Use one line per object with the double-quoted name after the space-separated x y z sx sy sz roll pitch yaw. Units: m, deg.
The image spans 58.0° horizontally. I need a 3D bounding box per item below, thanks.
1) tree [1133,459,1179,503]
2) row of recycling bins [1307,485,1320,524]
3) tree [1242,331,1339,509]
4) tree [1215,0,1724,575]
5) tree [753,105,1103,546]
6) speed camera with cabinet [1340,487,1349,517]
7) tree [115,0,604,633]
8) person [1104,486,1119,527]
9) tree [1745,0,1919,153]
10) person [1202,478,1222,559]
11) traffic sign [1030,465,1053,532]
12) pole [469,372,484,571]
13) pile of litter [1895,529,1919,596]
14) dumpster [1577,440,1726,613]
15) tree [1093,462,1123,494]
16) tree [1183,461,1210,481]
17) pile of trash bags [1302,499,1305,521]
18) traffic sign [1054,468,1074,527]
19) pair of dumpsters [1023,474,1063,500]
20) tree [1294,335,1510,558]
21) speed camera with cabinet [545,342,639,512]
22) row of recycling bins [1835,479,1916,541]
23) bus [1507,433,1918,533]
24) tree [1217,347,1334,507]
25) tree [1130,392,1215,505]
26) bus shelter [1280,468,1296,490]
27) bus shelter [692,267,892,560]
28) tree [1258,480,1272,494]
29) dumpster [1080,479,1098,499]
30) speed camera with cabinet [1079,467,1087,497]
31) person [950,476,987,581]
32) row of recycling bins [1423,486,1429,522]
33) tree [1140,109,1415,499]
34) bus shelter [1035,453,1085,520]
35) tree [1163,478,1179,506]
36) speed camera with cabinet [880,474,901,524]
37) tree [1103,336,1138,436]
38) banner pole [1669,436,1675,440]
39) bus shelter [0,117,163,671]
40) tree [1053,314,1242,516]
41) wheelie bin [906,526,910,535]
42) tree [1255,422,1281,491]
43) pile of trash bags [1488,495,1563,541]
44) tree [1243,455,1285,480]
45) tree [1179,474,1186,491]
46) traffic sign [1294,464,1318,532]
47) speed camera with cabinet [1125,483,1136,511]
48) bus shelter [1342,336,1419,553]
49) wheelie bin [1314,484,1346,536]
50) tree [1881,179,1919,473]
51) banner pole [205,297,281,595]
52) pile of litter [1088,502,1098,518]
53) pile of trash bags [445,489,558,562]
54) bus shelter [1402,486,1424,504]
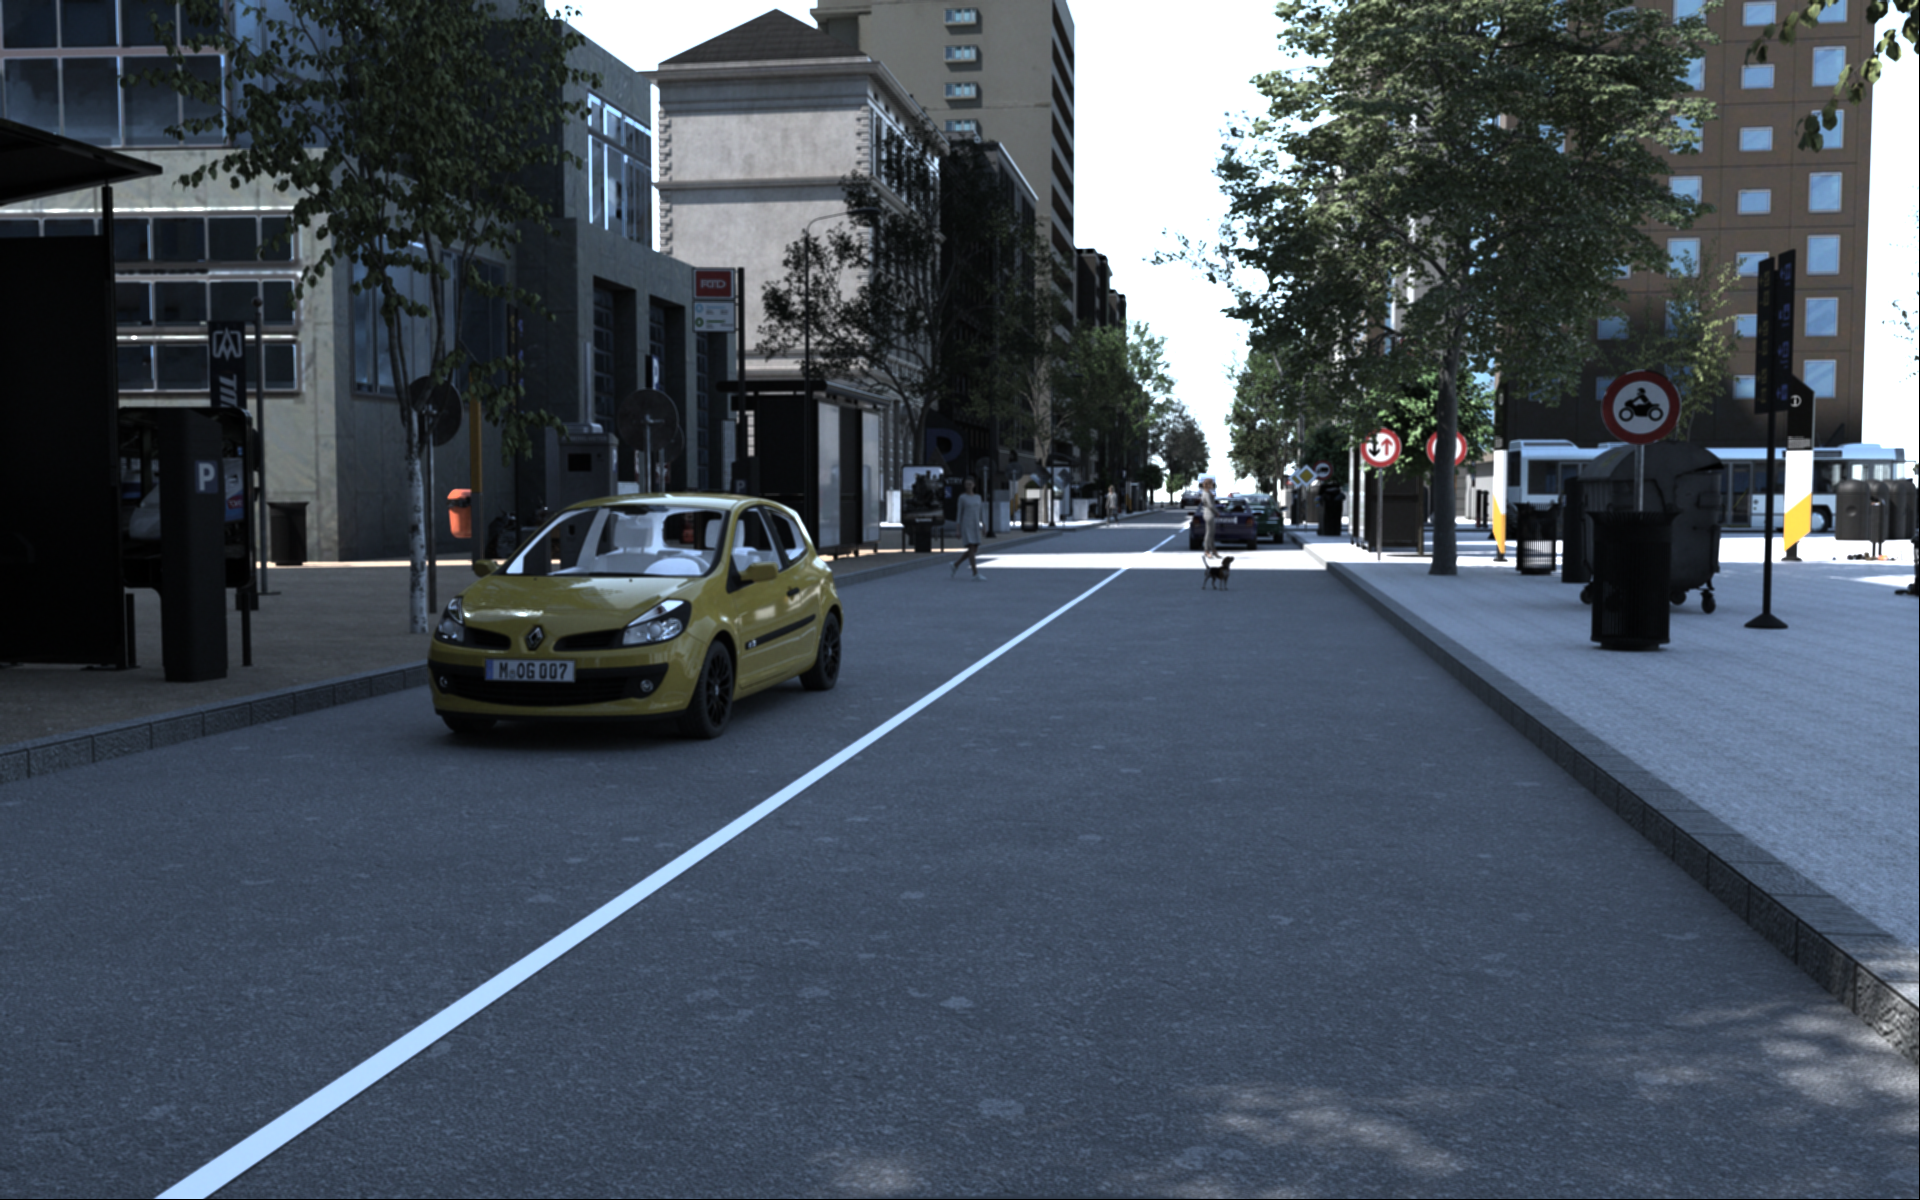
17.370 -10.596 156.957 4.285 4.588 4.351 0 3 0 "tree"
15.988 -4.267 76.884 1.069 1.692 3.534 1 4 16 "row of recycling bins"
20.179 -11.211 109.049 9.928 11.665 9.643 0 3 0 "tree"
8.064 -6.657 26.974 7.486 12.596 7.792 0 3 0 "tree"
-1.222 -6.620 42.655 8.767 10.594 7.601 1 4 9 "tree"
21.514 -6.288 97.149 2.038 3.252 0.660 -2 4 -27 "speed camera with cabinet"
-5.024 -3.985 15.520 4.737 8.622 4.395 0 3 0 "tree"
6.668 -4.079 75.373 0.728 1.800 0.709 -2 4 -35 "person"
4.999 -3.524 7.978 4.737 8.622 4.395 0 3 0 "tree"
5.633 -1.816 38.469 0.573 1.790 0.520 -1 4 -13 "person"
2.772 -3.400 59.229 0.795 2.450 0.064 1 4 9 "traffic sign"
-8.098 -2.150 29.002 0.158 3.312 0.155 0 3 0 "pole"
12.436 -0.475 21.735 1.176 0.858 1.719 1 4 22 "pile of litter"
7.714 -0.833 19.371 1.264 1.857 1.865 1 4 9 "dumpster"
8.832 -6.813 105.999 1.663 3.219 1.824 0 3 0 "tree"
39.901 -22.322 299.375 7.601 10.594 8.767 -2 4 -25 "tree"
17.399 -4.403 81.742 3.447 1.369 1.912 1 4 13 "pile of trash bags"
4.031 -3.882 67.114 0.795 2.450 0.064 1 4 9 "traffic sign"
3.882 -4.826 81.401 1.574 2.255 4.437 1 4 9 "pair of dumpsters"
9.456 -3.170 35.548 4.285 4.588 4.351 0 3 0 "tree"
-4.949 -1.777 23.396 0.660 3.252 2.038 1 4 9 "speed camera with cabinet"
25.683 -2.527 48.428 3.534 1.692 1.069 -3 4 -36 "row of recycling bins"
25.611 -3.908 58.752 13.247 3.499 2.948 0 4 7 "bus"
22.948 -12.757 125.584 9.611 12.733 9.660 0 3 0 "tree"
26.205 -18.527 213.287 12.009 13.543 11.850 0 3 0 "tree"
25.788 -8.631 135.041 2.014 3.302 5.546 1 4 9 "bus shelter"
-3.246 -3.404 33.293 2.179 5.291 8.768 1 4 9 "bus shelter"
40.193 -14.154 226.014 1.663 3.219 1.824 0 3 0 "tree"
8.427 -6.611 110.575 1.502 2.255 1.985 1 4 9 "dumpster"
9.631 -7.991 124.993 2.038 3.252 0.660 1 4 21 "speed camera with cabinet"
0.124 -1.199 28.861 0.760 1.731 0.466 2 4 30 "person"
19.057 -4.011 72.689 1.069 1.692 3.534 1 4 11 "row of recycling bins"
15.795 -14.097 86.383 12.611 20.169 13.585 0 3 0 "tree"
5.101 -5.757 88.049 2.014 3.302 5.546 1 4 9 "bus shelter"
22.686 -11.819 187.842 1.663 3.219 1.824 0 3 0 "tree"
-3.101 -4.923 74.825 2.038 3.252 0.660 -2 4 -26 "speed camera with cabinet"
3.840 -8.552 74.232 8.767 10.594 7.601 2 4 24 "tree"
26.963 -4.624 65.627 0.863 3.779 0.401 -3 5 -43 "banner pole"
-7.051 -1.123 9.640 1.731 3.624 6.357 1 4 9 "bus shelter"
8.985 -10.624 99.463 9.928 11.665 9.643 0 3 0 "tree"
-1.239 -2.810 53.846 0.693 1.594 0.980 2 4 31 "wheelie bin"
27.969 -12.551 155.573 4.360 8.622 3.978 0 3 0 "tree"
16.223 -2.343 48.065 1.912 1.369 3.447 -1 4 -15 "pile of trash bags"
41.600 -18.612 238.723 8.767 10.594 7.601 -3 5 -42 "tree"
29.420 -15.485 236.896 4.285 4.588 4.351 0 3 0 "tree"
11.552 -3.313 57.811 0.795 2.450 0.064 1 4 9 "traffic sign"
13.349 -8.636 135.535 0.660 3.252 2.038 1 4 13 "speed camera with cabinet"
10.371 -3.923 41.778 2.179 5.291 8.768 1 4 9 "bus shelter"
11.436 -2.780 53.355 0.980 1.594 0.693 -1 4 -11 "wheelie bin"
22.390 -5.375 38.252 4.360 8.622 3.978 0 3 0 "tree"
-9.148 -1.961 22.082 0.863 3.779 0.401 0 4 -1 "banner pole"
6.883 -4.770 91.947 1.176 0.858 1.719 -1 4 -14 "pile of litter"
-8.650 -1.489 34.102 1.912 1.369 3.447 2 4 33 "pile of trash bags"
12.621 -3.668 51.258 1.731 3.624 6.357 1 4 9 "bus shelter"
